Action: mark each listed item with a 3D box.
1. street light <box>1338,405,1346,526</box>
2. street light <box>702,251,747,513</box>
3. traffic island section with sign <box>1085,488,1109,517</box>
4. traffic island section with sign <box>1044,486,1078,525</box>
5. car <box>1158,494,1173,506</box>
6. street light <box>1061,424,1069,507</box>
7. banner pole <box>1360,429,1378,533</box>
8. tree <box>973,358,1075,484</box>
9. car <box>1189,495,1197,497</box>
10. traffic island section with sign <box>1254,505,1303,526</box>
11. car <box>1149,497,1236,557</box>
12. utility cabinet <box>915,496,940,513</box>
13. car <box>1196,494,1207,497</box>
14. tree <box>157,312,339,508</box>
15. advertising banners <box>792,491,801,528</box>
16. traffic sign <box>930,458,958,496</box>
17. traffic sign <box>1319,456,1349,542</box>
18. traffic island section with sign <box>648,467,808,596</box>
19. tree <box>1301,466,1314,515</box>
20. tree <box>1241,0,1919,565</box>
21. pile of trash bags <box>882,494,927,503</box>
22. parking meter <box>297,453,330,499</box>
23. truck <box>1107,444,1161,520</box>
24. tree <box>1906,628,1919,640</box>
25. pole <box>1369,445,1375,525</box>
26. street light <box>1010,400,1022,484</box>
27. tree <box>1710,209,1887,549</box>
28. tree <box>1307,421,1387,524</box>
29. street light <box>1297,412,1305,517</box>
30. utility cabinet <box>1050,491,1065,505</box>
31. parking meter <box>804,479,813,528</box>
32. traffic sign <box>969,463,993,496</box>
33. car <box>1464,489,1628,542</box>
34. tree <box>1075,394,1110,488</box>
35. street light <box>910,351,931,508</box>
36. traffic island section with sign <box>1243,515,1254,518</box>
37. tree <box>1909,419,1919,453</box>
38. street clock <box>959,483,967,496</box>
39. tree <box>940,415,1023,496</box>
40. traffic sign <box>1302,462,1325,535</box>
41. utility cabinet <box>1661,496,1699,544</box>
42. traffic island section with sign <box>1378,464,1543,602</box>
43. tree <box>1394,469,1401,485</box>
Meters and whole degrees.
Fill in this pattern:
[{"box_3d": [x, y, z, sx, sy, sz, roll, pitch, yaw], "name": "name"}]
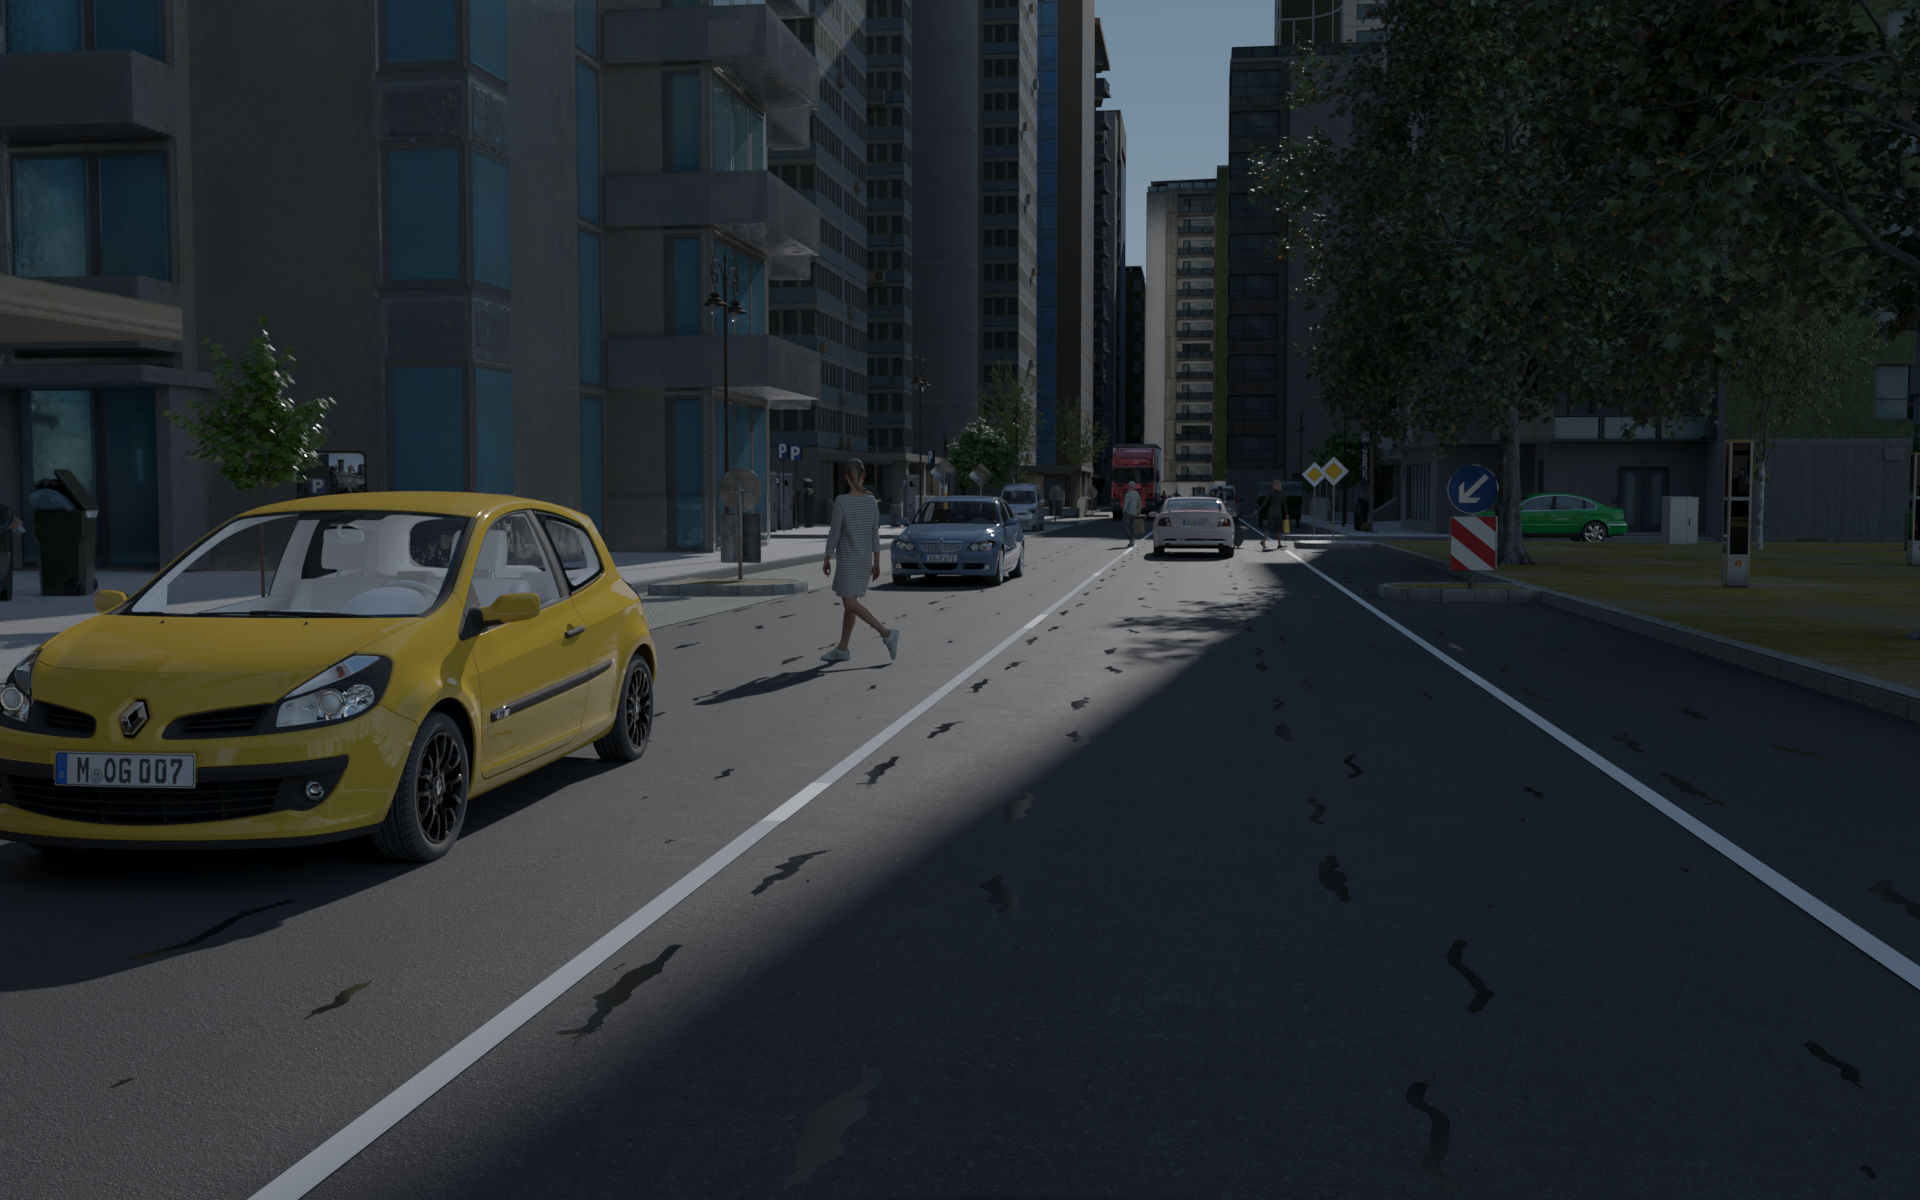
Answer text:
[{"box_3d": [15.220, -5.856, 68.539, 0.468, 5.910, 1.993, 0, 4, 8], "name": "street light"}, {"box_3d": [-4.471, -3.691, 33.133, 0.468, 5.910, 1.993, 0, 4, 8], "name": "street light"}, {"box_3d": [8.272, -6.057, 107.654, 1.989, 1.847, 2.006, 0, 4, 8], "name": "traffic island section with sign"}, {"box_3d": [4.493, -4.405, 80.657, 1.989, 1.847, 2.006, 0, 4, 8], "name": "traffic island section with sign"}, {"box_3d": [24.153, -11.730, 203.783, 2.014, 1.417, 4.499, 1, 4, 9], "name": "car"}, {"box_3d": [7.011, -8.702, 115.067, 0.468, 5.910, 1.993, 0, 4, 8], "name": "street light"}, {"box_3d": [13.559, -4.132, 57.582, 0.401, 3.779, 0.863, -2, 4, -29], "name": "banner pole"}, {"box_3d": [2.769, -8.696, 92.549, 4.737, 8.622, 4.395, 0, 3, 0], "name": "tree"}, {"box_3d": [19.691, -8.085, 144.766, 1.945, 1.354, 3.894, 0, 4, 6], "name": "car"}, {"box_3d": [14.582, -4.308, 79.062, 1.989, 1.847, 2.006, 0, 4, 8], "name": "traffic island section with sign"}, {"box_3d": [5.498, -1.747, 40.924, 2.083, 1.381, 4.827, 0, 4, 7], "name": "car"}, {"box_3d": [-1.199, -3.353, 65.979, 1.020, 1.237, 0.306, 0, 4, 3], "name": "utility cabinet"}, {"box_3d": [19.677, -7.968, 139.071, 1.959, 1.807, 4.718, 1, 4, 10], "name": "car"}, {"box_3d": [-7.404, -1.461, 18.486, 1.663, 3.219, 1.824, 0, 3, 0], "name": "tree"}, {"box_3d": [-6.912, -4.239, 65.491, 2.074, 3.025, 0.090, 2, 4, 27], "name": "advertising banners"}, {"box_3d": [-0.439, -2.691, 47.637, 0.795, 2.450, 0.064, 0, 4, 8], "name": "traffic sign"}, {"box_3d": [9.951, -2.601, 46.167, 0.795, 2.450, 0.064, 0, 4, 8], "name": "traffic sign"}, {"box_3d": [-3.283, -1.011, 25.162, 1.989, 1.847, 2.006, 0, 4, 8], "name": "traffic island section with sign"}, {"box_3d": [21.154, -6.705, 104.221, 1.663, 3.219, 1.824, 0, 3, 0], "name": "tree"}, {"box_3d": [10.034, -7.005, 31.542, 9.611, 12.733, 9.660, 0, 3, 0], "name": "tree"}, {"box_3d": [-2.960, -5.296, 96.345, 3.447, 1.369, 1.912, -1, 4, -19], "name": "pile of trash bags"}, {"box_3d": [-9.268, -1.171, 24.855, 0.399, 1.863, 0.255, -3, 5, -41], "name": "parking meter"}, {"box_3d": [10.095, -6.733, 99.002, 2.839, 4.237, 11.283, 1, 4, 8], "name": "truck"}, {"box_3d": [9.033, -5.983, 14.825, 9.611, 12.733, 9.660, 0, 3, 0], "name": "tree"}, {"box_3d": [17.148, -4.786, 72.089, 0.158, 3.312, 0.155, 0, 3, 0], "name": "pole"}, {"box_3d": [2.780, -6.888, 85.414, 0.468, 5.910, 1.993, 0, 4, 8], "name": "street light"}, {"box_3d": [18.833, -5.486, 40.056, 4.737, 8.622, 4.395, 0, 3, 0], "name": "tree"}, {"box_3d": [16.842, -5.602, 75.311, 4.285, 4.588, 4.351, 0, 3, 0], "name": "tree"}, {"box_3d": [19.281, -7.656, 97.961, 0.468, 5.910, 1.993, 0, 4, 8], "name": "street light"}, {"box_3d": [7.192, -7.259, 127.356, 1.173, 1.500, 0.318, 2, 4, 28], "name": "utility cabinet"}, {"box_3d": [-5.772, -3.689, 66.022, 0.255, 1.863, 0.399, -2, 4, -24], "name": "parking meter"}, {"box_3d": [0.669, -3.175, 55.546, 0.795, 2.450, 0.064, 0, 4, 8], "name": "traffic sign"}, {"box_3d": [16.499, -2.483, 49.388, 4.718, 1.807, 1.959, 0, 4, 7], "name": "car"}, {"box_3d": [8.481, -10.723, 125.675, 4.737, 8.622, 4.395, 0, 3, 0], "name": "tree"}, {"box_3d": [-1.277, -5.089, 55.991, 0.468, 5.910, 1.993, 0, 4, 8], "name": "street light"}, {"box_3d": [18.395, -5.967, 106.187, 1.989, 1.847, 2.006, 0, 4, 8], "name": "traffic island section with sign"}, {"box_3d": [34.961, -5.011, 65.642, 4.285, 4.588, 4.351, 0, 3, 0], "name": "tree"}, {"box_3d": [0.186, -4.941, 85.353, 0.358, 2.002, 0.471, -3, 5, -40], "name": "street clock"}, {"box_3d": [0.988, -5.718, 77.207, 4.285, 4.588, 4.351, 0, 3, 0], "name": "tree"}, {"box_3d": [11.059, -3.085, 54.075, 0.795, 2.450, 0.064, 0, 4, 8], "name": "traffic sign"}, {"box_3d": [18.654, -2.062, 44.871, 1.020, 1.237, 0.306, -2, 4, -25], "name": "utility cabinet"}, {"box_3d": [6.863, -0.938, 23.966, 1.989, 1.847, 2.006, 0, 4, 8], "name": "traffic island section with sign"}, {"box_3d": [18.090, -4.494, 68.083, 1.663, 3.219, 1.824, 0, 3, 0], "name": "tree"}]
